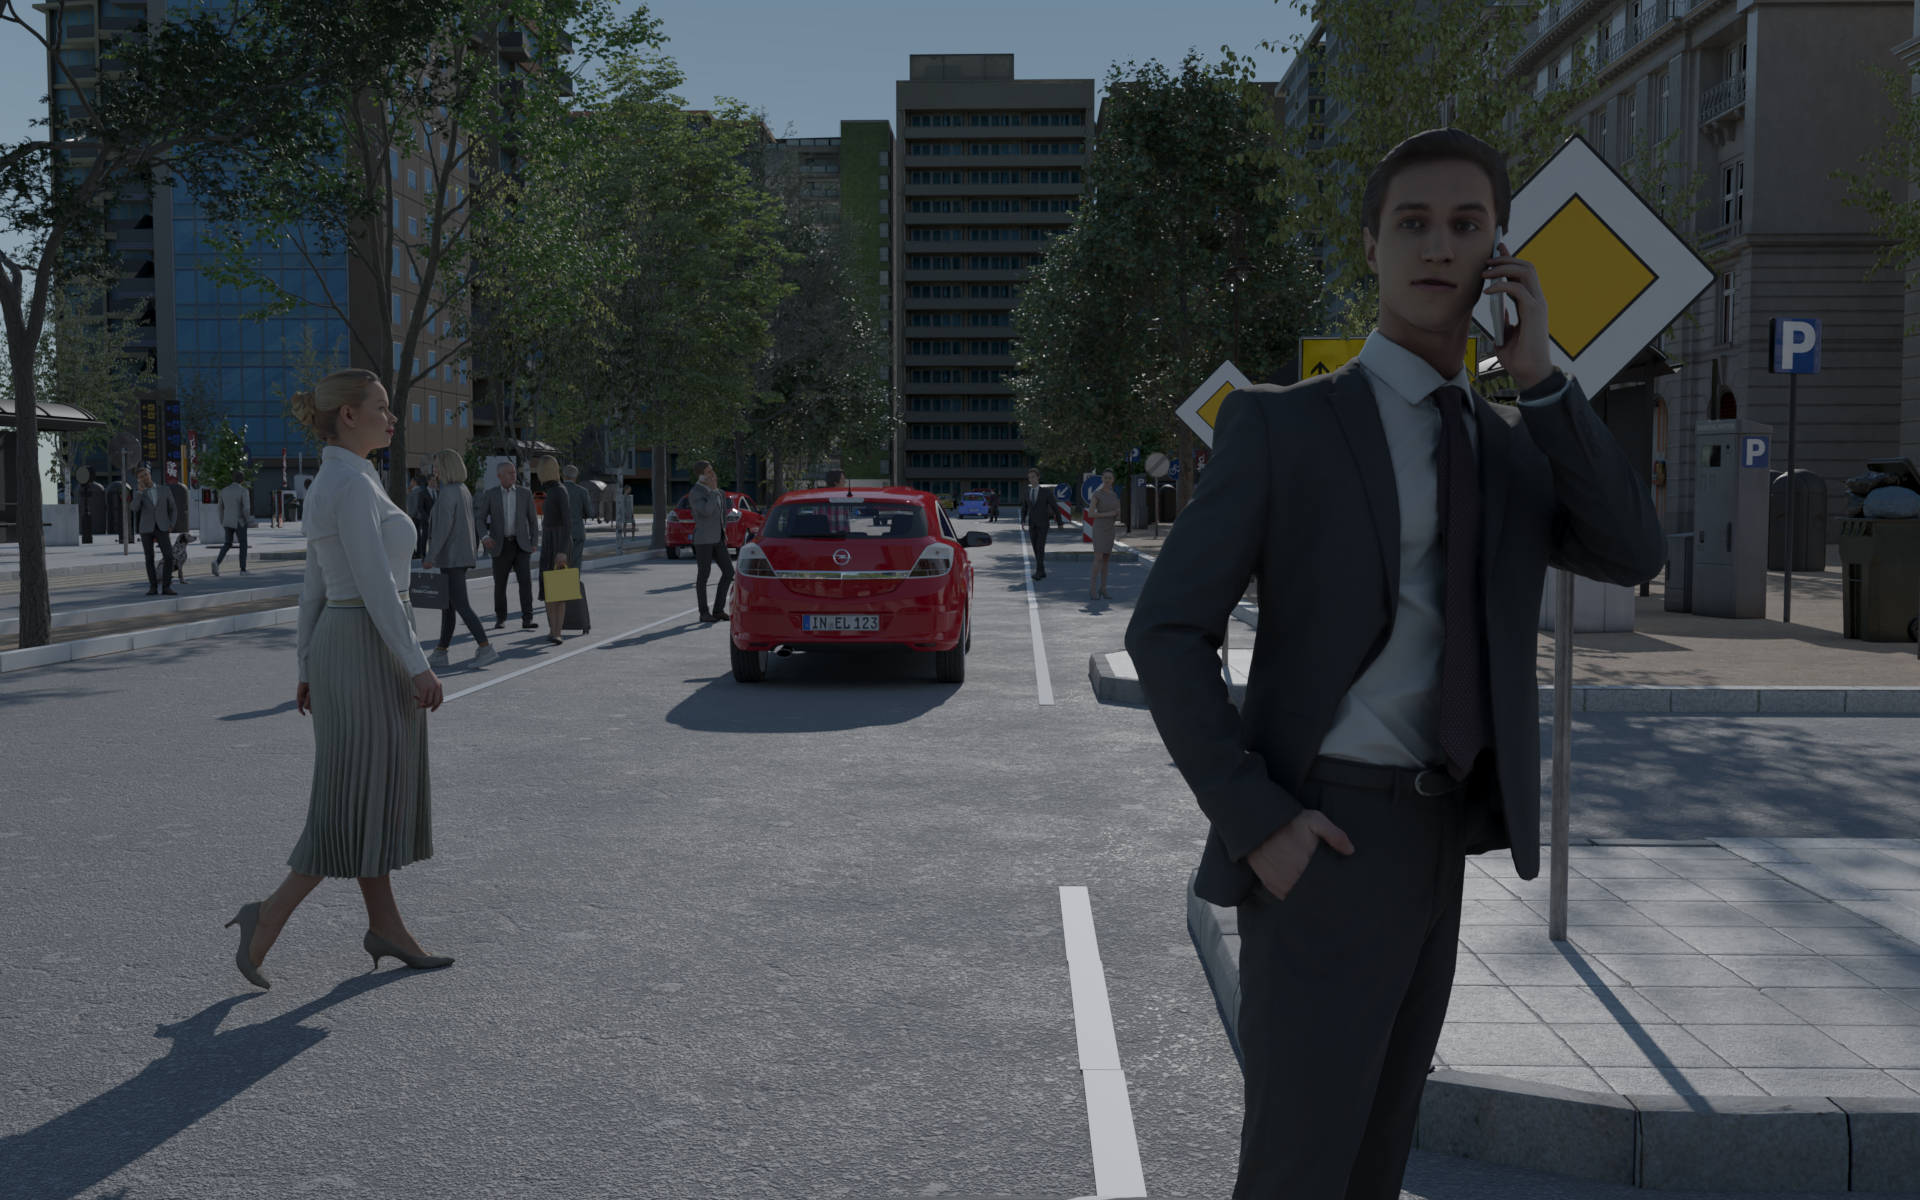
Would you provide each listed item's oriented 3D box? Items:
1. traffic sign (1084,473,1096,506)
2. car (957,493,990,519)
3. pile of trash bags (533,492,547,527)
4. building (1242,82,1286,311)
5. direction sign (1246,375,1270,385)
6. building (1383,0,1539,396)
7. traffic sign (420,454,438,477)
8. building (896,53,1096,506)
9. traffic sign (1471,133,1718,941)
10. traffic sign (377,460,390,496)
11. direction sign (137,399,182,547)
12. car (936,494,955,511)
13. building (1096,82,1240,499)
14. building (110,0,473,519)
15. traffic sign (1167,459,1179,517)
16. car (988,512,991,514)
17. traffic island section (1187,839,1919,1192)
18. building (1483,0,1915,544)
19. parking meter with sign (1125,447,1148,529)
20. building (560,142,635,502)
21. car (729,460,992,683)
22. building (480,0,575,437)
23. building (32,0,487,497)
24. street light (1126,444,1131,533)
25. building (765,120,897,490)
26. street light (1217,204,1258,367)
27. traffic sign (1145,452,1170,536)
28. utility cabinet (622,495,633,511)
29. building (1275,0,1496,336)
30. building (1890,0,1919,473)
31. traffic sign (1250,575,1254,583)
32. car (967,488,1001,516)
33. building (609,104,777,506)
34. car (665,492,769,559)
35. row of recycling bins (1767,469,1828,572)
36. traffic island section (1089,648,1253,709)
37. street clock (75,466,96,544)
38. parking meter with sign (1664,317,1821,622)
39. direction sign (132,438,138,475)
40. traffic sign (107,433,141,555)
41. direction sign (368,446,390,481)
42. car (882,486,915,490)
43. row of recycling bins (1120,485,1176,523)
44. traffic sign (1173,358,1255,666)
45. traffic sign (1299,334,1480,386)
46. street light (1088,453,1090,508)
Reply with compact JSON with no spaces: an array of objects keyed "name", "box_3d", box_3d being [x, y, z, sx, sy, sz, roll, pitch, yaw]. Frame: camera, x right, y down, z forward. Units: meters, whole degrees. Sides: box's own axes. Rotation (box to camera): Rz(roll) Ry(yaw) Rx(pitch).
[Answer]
[{"name":"traffic sign","box_3d":[6.309,-5.020,84.213,0.606,2.300,0.079,1,4,11]},{"name":"car","box_3d":[0.791,-5.563,100.549,1.945,1.707,3.694,0,4,1]},{"name":"pile of trash bags","box_3d":[-17.818,-3.543,67.684,3.447,1.369,1.912,0,4,-3]},{"name":"building","box_3d":[36.598,-33.119,191.605,14.200,45.320,14.600,0,4,2]},{"name":"direction sign","box_3d":[5.757,-2.517,33.150,0.876,3.537,0.379,-2,4,-30]},{"name":"building","box_3d":[26.063,-15.178,77.038,11.050,23.489,19.941,0,4,2]},{"name":"traffic sign","box_3d":[-16.628,-3.325,54.466,0.768,2.556,0.104,0,4,8]},{"name":"building","box_3d":[4.064,-34.932,194.846,21.600,48.544,21.300,0,4,2]},{"name":"traffic sign","box_3d":[1.720,-0.079,4.928,0.795,2.450,0.064,0,4,2]},{"name":"traffic sign","box_3d":[-20.316,-3.750,61.412,0.768,2.556,0.104,1,4,11]},{"name":"direction sign","box_3d":[-19.203,-3.039,41.681,0.876,3.537,0.379,-2,4,-34]},{"name":"car","box_3d":[-1.433,-8.427,148.000,2.015,1.641,3.980,0,4,1]},{"name":"building","box_3d":[22.388,-33.114,191.527,14.200,45.320,14.600,0,4,2]},{"name":"building","box_3d":[-36.302,-27.262,95.840,14.600,45.320,14.200,0,4,2]},{"name":"traffic sign","box_3d":[7.879,-3.834,62.793,0.768,2.556,0.104,0,4,5]},{"name":"car","box_3d":[1.470,-7.155,128.786,2.131,1.459,4.920,0,4,1]},{"name":"traffic island section","box_3d":[1.744,1.057,5.005,2.009,0.180,2.903,0,4,2]},{"name":"building","box_3d":[26.247,-13.033,54.894,13.314,21.916,24.055,0,4,2]},{"name":"parking meter with sign","box_3d":[6.553,-4.126,63.713,0.543,3.016,1.738,-1,4,-9]},{"name":"building","box_3d":[-35.014,-22.815,144.718,14.107,30.474,14.160,0,4,2]},{"name":"car","box_3d":[-0.807,-0.342,14.635,2.155,1.783,4.494,0,4,1]},{"name":"building","box_3d":[-38.896,-28.330,117.815,22.147,44.769,28.867,0,4,2]},{"name":"building","box_3d":[-56.897,-29.766,141.304,28.867,44.769,22.147,0,4,2]},{"name":"street light","box_3d":[5.597,-5.167,57.275,0.468,5.910,1.993,0,4,2]},{"name":"building","box_3d":[-14.189,-31.137,192.689,14.086,41.232,14.154,0,4,2]},{"name":"street light","box_3d":[4.464,-3.378,28.014,0.468,5.910,1.993,0,4,2]},{"name":"traffic sign","box_3d":[6.046,-3.245,53.163,0.768,2.556,0.104,0,4,3]},{"name":"utility cabinet","box_3d":[-16.636,-4.566,85.818,0.306,1.237,1.020,2,4,29]},{"name":"building","box_3d":[38.717,-27.181,136.295,32.217,40.220,23.993,0,4,2]},{"name":"building","box_3d":[32.858,-14.349,31.872,25.104,27.353,12.463,0,4,2]},{"name":"traffic sign","box_3d":[4.218,-1.521,24.974,0.768,2.556,0.104,1,4,10]},{"name":"car","box_3d":[1.561,-6.580,116.261,2.281,1.827,5.304,0,4,3]},{"name":"building","box_3d":[-35.678,-33.216,197.700,28.867,44.769,22.147,0,4,2]},{"name":"car","box_3d":[-5.463,-1.860,39.448,2.155,1.783,4.494,0,4,3]},{"name":"row of recycling bins","box_3d":[13.997,-1.414,30.235,1.069,1.692,3.534,0,4,2]},{"name":"traffic island section","box_3d":[2.005,0.569,12.985,2.009,0.180,2.903,0,4,2]},{"name":"street clock","box_3d":[-22.538,-2.453,44.671,0.471,2.002,0.358,1,4,15]},{"name":"parking meter with sign","box_3d":[8.050,-1.332,18.032,0.543,3.016,1.738,-1,4,-16]},{"name":"direction sign","box_3d":[-33.249,-4.785,70.238,0.876,3.537,0.379,2,4,26]},{"name":"traffic sign","box_3d":[-17.433,-2.203,36.132,0.768,2.556,0.104,1,4,9]},{"name":"direction sign","box_3d":[-19.344,-4.027,57.833,0.876,3.537,0.379,1,4,15]},{"name":"car","box_3d":[-2.868,-4.415,80.862,2.281,1.827,5.304,0,4,4]},{"name":"row of recycling bins","box_3d":[8.965,-4.352,78.262,3.534,1.692,1.069,-1,4,-17]},{"name":"traffic sign","box_3d":[1.981,-0.567,12.909,0.795,2.450,0.064,0,4,2]},{"name":"traffic sign","box_3d":[5.491,-1.738,22.286,2.265,3.308,0.079,0,4,5]},{"name":"street light","box_3d":[6.480,-6.958,86.545,0.468,5.910,1.993,0,4,2]}]
